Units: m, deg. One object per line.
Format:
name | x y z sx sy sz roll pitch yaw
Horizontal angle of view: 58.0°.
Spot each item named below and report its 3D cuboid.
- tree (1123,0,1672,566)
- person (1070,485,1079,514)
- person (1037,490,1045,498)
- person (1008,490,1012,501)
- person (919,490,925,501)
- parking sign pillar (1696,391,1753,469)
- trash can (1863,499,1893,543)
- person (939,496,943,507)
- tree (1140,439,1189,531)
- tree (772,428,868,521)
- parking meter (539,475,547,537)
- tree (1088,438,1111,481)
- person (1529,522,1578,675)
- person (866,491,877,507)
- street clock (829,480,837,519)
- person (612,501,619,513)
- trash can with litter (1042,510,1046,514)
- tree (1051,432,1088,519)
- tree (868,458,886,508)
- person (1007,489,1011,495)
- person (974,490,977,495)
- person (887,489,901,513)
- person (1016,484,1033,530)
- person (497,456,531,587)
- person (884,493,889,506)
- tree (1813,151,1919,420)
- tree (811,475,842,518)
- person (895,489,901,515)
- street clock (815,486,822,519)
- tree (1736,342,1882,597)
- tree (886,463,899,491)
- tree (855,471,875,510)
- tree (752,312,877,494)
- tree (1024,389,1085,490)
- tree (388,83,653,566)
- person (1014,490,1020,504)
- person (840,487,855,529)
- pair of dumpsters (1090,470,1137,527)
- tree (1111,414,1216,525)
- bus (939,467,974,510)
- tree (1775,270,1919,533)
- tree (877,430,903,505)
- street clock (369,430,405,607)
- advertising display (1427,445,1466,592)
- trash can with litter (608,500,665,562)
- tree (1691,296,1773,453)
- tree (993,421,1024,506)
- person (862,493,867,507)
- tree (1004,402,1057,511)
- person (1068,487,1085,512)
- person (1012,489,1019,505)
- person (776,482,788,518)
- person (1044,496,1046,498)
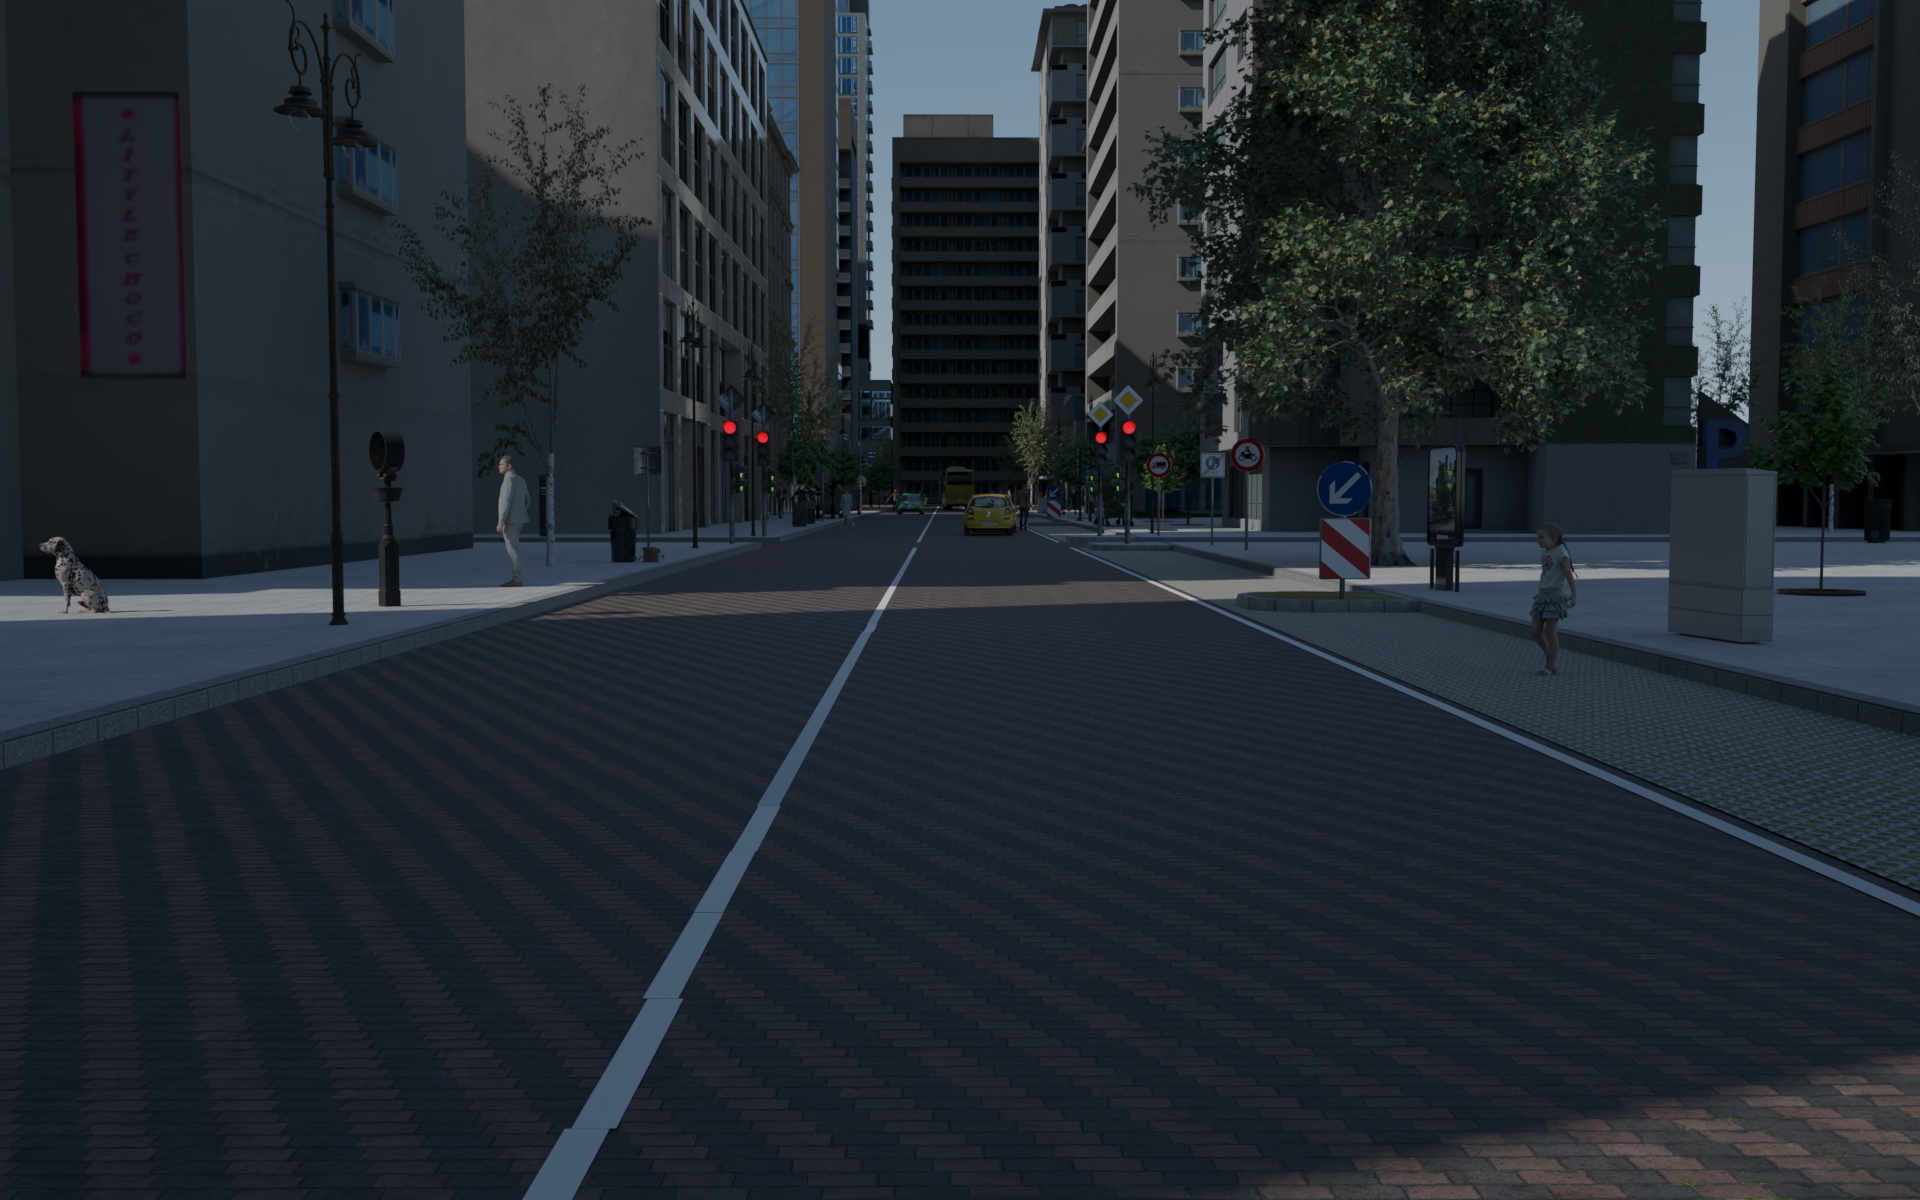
tree | 7.739 -6.960 30.798 9.611 12.733 9.660 0 3 0
person | 7.349 -6.442 111.142 0.659 1.850 0.755 2 4 26
person | 9.473 -12.028 202.799 1.348 1.812 0.705 3 5 44
person | 3.737 -7.702 134.963 0.750 1.759 0.617 2 4 35
person | -3.515 -8.685 151.053 0.990 1.755 0.434 0 4 -8
parking sign pillar | 19.907 -3.463 45.099 1.447 3.967 1.447 0 4 1
trash can | 24.049 -2.064 45.398 0.748 1.137 0.748 0 3 0
person | -1.845 -11.446 195.777 0.705 1.807 1.348 -3 4 -38
tree | 7.221 -4.030 60.489 1.663 3.219 1.824 0 3 0
tree | -7.351 -6.115 83.699 4.285 4.588 4.351 0 3 0
parking meter | -12.552 -2.847 52.266 0.255 1.863 0.399 -1 4 -19
tree | 9.137 -5.914 80.403 4.285 4.588 4.351 0 3 0
person | 4.712 -0.006 13.608 0.382 1.210 0.505 -1 4 -18
person | -8.499 -9.768 165.693 1.348 1.831 0.705 2 4 35
street clock | -6.494 -5.129 88.428 0.358 2.002 0.471 2 4 24
person | -9.354 -2.094 47.400 0.373 1.253 0.362 3 4 36
trash can with litter | 5.742 -6.161 112.117 1.055 1.170 0.624 3 5 44
tree | 6.451 -6.580 91.291 4.285 4.588 4.351 0 3 0
tree | -7.754 -7.769 110.734 4.285 4.588 4.351 0 3 0
person | 5.620 -11.985 201.862 0.599 1.838 0.709 1 4 22
person | 1.399 -9.524 164.229 1.348 1.822 0.705 1 4 14
person | -4.911 -7.533 131.675 1.348 1.823 0.705 -1 4 -23
person | 2.564 -3.712 69.104 0.656 1.842 0.836 0 4 -3
person | -6.188 -1.089 23.955 0.391 1.810 0.635 0 4 -1
person | -8.147 -11.165 191.820 0.697 1.427 0.421 -3 5 -44
tree | 20.332 -5.243 36.082 4.360 8.622 3.978 0 3 0
tree | -7.353 -5.986 92.476 1.663 3.219 1.824 0 3 0
person | -4.152 -6.665 117.739 0.573 1.790 0.520 -3 5 -43
street clock | -7.203 -5.090 87.796 0.358 2.002 0.471 1 4 19
tree | 11.110 -1.687 22.189 1.663 3.219 1.824 0 3 0
tree | -7.122 -10.455 154.650 4.285 4.588 4.351 0 3 0
tree | -7.834 -9.101 143.397 1.663 3.219 1.824 0 3 0
tree | -6.539 -7.368 70.827 4.737 8.622 4.395 0 3 0
tree | 6.732 -10.414 120.625 4.360 8.622 3.978 0 3 0
tree | -7.538 -4.916 30.735 4.360 8.622 3.978 0 3 0
person | 6.303 -10.865 184.199 1.217 1.766 0.721 0 4 7
person | -4.581 -3.753 70.607 0.760 1.731 0.466 2 4 30
pair of dumpsters | 6.200 -4.127 69.970 1.574 2.255 4.437 0 4 0
tree | 9.342 -5.356 71.284 4.285 4.588 4.351 0 3 0
bus | -0.251 -10.052 155.895 2.896 3.916 12.252 0 4 -2
tree | 28.843 -6.506 56.728 4.737 8.622 4.395 0 3 0
tree | -8.697 -15.161 198.240 4.737 8.622 4.395 0 3 0
street clock | -6.520 -0.928 19.744 0.358 2.002 0.471 -3 5 -42
advertising display | 6.453 -1.090 23.030 0.123 1.923 0.974 0 4 -7
trash can with litter | -6.110 -1.304 32.704 1.055 1.170 0.624 0 4 -1
tree | 28.259 -7.004 64.883 4.360 8.622 3.978 0 3 0
tree | 5.468 -13.660 173.709 4.360 8.622 3.978 0 3 0
person | -10.148 -10.404 176.224 1.350 1.814 0.705 1 4 17
tree | 5.925 -11.633 140.565 4.737 8.622 4.395 0 3 0
person | 8.558 -7.308 125.739 1.509 1.804 0.699 0 4 -3
person | 6.099 -10.983 185.546 1.348 1.831 0.705 1 4 20
person | -9.479 -5.305 92.146 0.474 1.900 0.648 1 4 22
person | 6.611 -7.446 130.973 0.799 1.438 0.628 2 4 31
